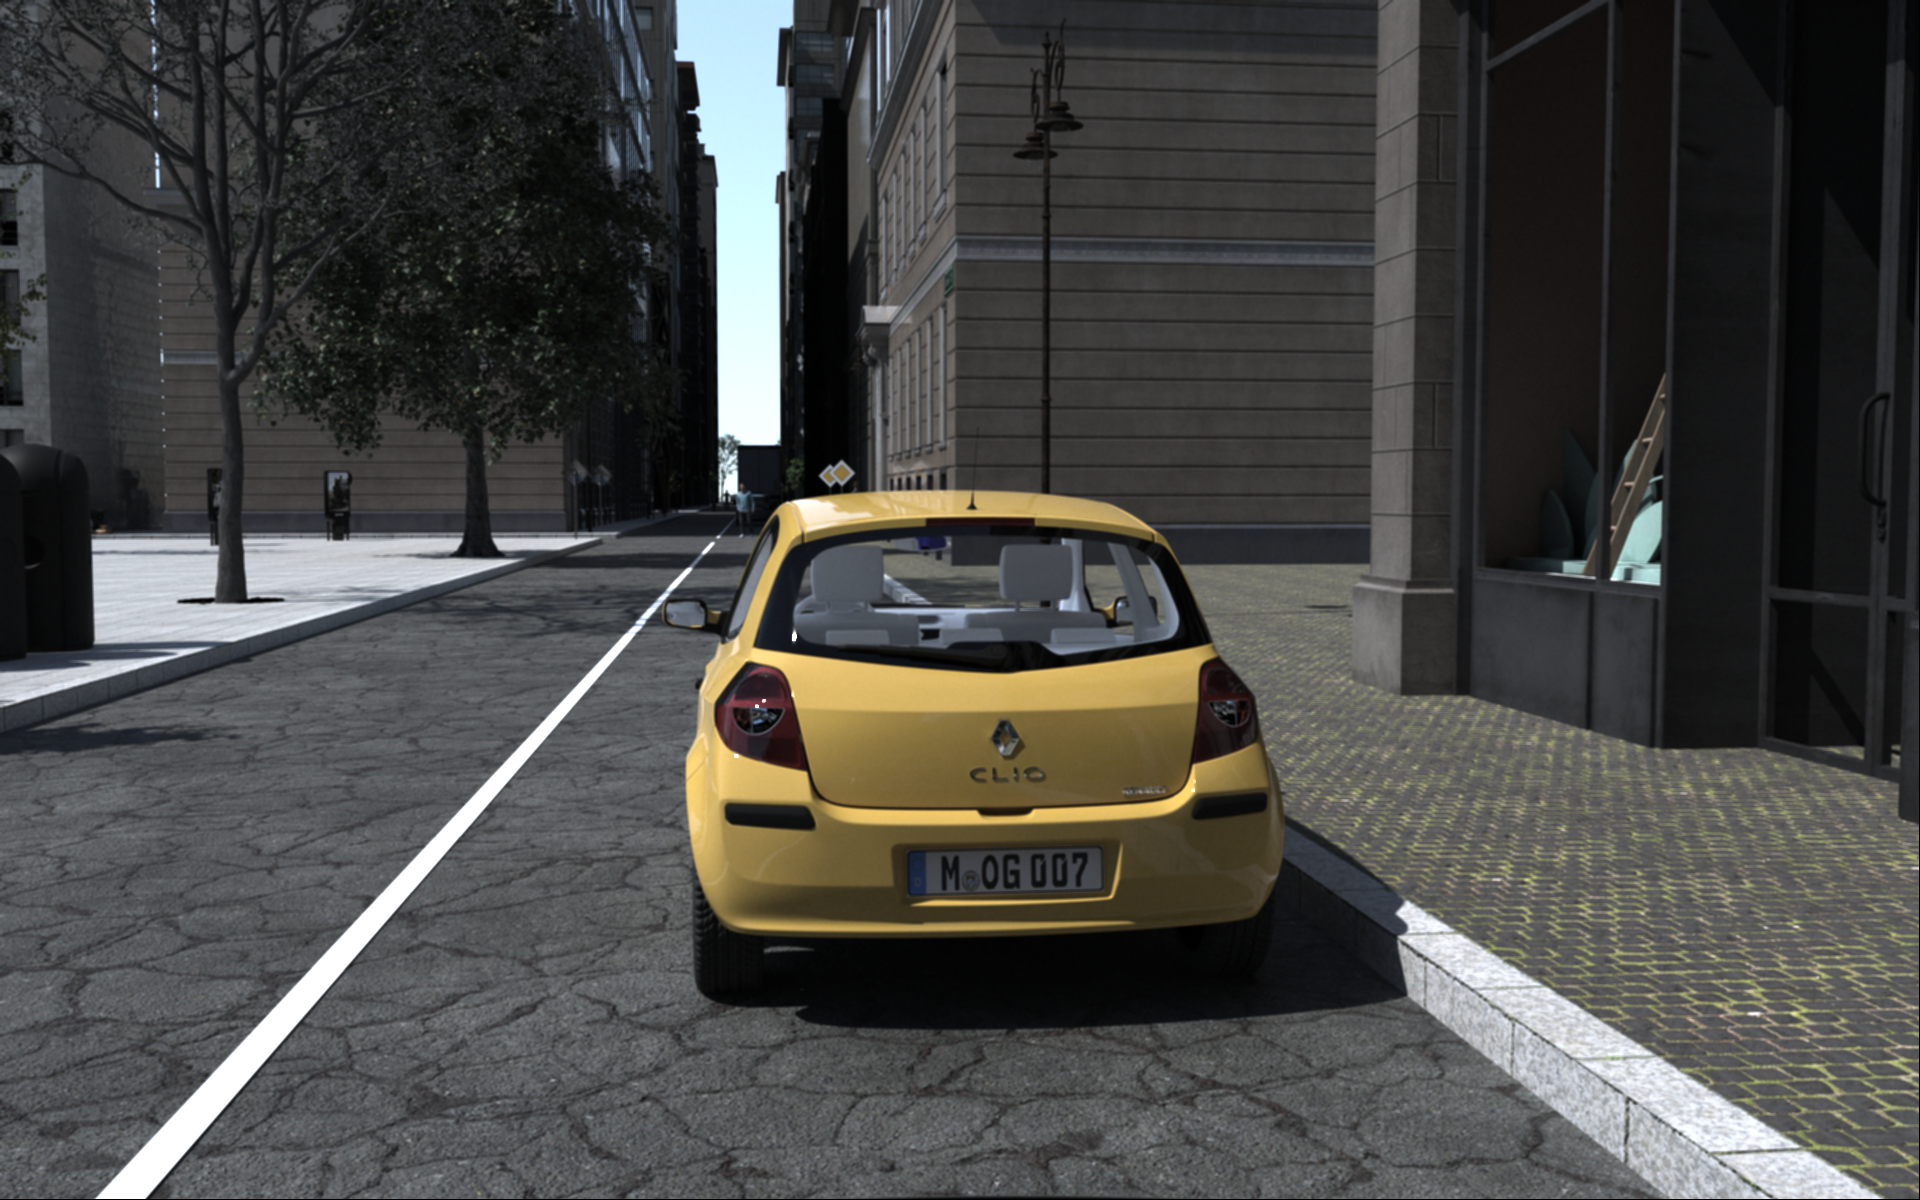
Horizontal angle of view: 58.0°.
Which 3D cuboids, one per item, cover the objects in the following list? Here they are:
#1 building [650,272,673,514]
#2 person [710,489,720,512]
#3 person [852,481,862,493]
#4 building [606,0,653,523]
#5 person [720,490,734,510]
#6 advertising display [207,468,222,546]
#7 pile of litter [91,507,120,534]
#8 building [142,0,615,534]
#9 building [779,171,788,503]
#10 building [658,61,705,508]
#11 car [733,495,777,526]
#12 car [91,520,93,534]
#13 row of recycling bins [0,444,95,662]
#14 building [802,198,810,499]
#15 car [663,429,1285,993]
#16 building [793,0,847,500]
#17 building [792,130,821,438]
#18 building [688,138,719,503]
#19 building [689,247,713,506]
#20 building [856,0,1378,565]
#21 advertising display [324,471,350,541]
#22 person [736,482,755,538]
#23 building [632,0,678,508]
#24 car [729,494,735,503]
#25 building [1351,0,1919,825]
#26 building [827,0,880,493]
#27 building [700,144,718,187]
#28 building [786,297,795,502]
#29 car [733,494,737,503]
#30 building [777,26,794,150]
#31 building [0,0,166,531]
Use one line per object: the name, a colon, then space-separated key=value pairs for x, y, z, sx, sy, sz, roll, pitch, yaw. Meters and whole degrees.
building: x=-27.406 y=-15.023 z=113.085 sx=16.820 sy=18.784 sz=16.811 roll=0 pitch=4 yaw=-7
person: x=-20.077 y=-8.137 z=141.550 sx=0.705 sy=1.824 sz=1.348 roll=-3 pitch=5 yaw=-45
person: x=-3.127 y=-2.708 z=52.794 sx=0.581 sy=1.822 sz=0.654 roll=-2 pitch=4 yaw=-35
building: x=-22.428 y=-19.108 z=89.908 sx=11.434 sy=29.767 sz=29.804 roll=0 pitch=4 yaw=-7
person: x=-21.435 y=-9.221 z=159.249 sx=1.348 sy=1.826 sz=0.705 roll=0 pitch=4 yaw=-2
advertising display: x=-18.567 y=-2.333 z=43.359 sx=0.123 sy=1.923 sz=0.974 roll=0 pitch=4 yaw=-1
pile of litter: x=-27.531 y=-2.519 z=55.143 sx=1.719 sy=0.858 sz=1.176 roll=0 pitch=4 yaw=6
building: x=-20.282 y=-17.077 z=65.106 sx=13.634 sy=28.700 sz=20.117 roll=0 pitch=4 yaw=-7
building: x=-17.425 y=-35.761 z=234.807 sx=14.600 sy=45.320 sz=14.200 roll=0 pitch=4 yaw=-7
building: x=-36.933 y=-31.640 z=171.944 sx=22.147 sy=44.769 sz=28.867 roll=0 pitch=4 yaw=-7
car: x=-9.438 y=-4.149 z=79.838 sx=2.014 sy=1.417 sz=4.499 roll=0 pitch=4 yaw=-8
car: x=-28.482 y=-2.396 z=51.540 sx=4.827 sy=1.381 sz=2.083 roll=0 pitch=4 yaw=-6
row of recycling bins: x=-7.876 y=-0.357 z=12.952 sx=1.069 sy=1.692 sz=3.534 roll=1 pitch=4 yaw=13
building: x=-2.747 y=-16.584 z=100.820 sx=12.332 sy=23.373 sz=15.834 roll=0 pitch=4 yaw=-7
car: x=-0.117 y=0.229 z=6.477 sx=2.015 sy=1.641 sz=3.980 roll=0 pitch=4 yaw=-7
building: x=-6.887 y=-28.238 z=145.289 sx=14.154 sy=41.232 sz=14.086 roll=0 pitch=4 yaw=-7
building: x=-4.374 y=-20.399 z=120.917 sx=14.401 sy=28.519 sz=23.554 roll=0 pitch=4 yaw=-7
building: x=-44.327 y=-37.588 z=238.264 sx=21.300 sy=48.544 sz=21.600 roll=0 pitch=4 yaw=-7
building: x=-35.437 y=-25.838 z=194.148 sx=14.160 sy=30.474 sz=14.107 roll=0 pitch=4 yaw=-7
building: x=4.891 y=-15.565 z=40.391 sx=13.634 sy=28.700 sz=20.117 roll=0 pitch=4 yaw=-7
advertising display: x=-17.254 y=-2.617 z=47.997 sx=0.123 sy=1.923 sz=0.974 roll=1 pitch=4 yaw=17
person: x=-7.073 y=-2.982 z=57.278 sx=0.660 sy=1.820 sz=0.620 roll=1 pitch=4 yaw=10
building: x=-37.282 y=-33.890 z=143.339 sx=28.713 sy=52.752 sz=27.495 roll=0 pitch=4 yaw=-7
car: x=-34.522 y=-15.607 z=266.966 sx=2.131 sy=1.459 sz=4.920 roll=0 pitch=4 yaw=-8
building: x=7.252 y=-9.758 z=10.459 sx=10.553 sy=20.767 sz=40.483 roll=0 pitch=4 yaw=-7
building: x=10.257 y=-14.298 z=67.056 sx=30.059 sy=22.955 sz=16.112 roll=0 pitch=4 yaw=-7
building: x=-51.094 y=-41.148 z=262.014 sx=28.713 sy=52.752 sz=27.495 roll=0 pitch=4 yaw=-7
building: x=-2.687 y=-19.756 z=168.047 sx=27.650 sy=21.520 sz=28.899 roll=0 pitch=4 yaw=-7
car: x=-32.122 y=-14.685 z=251.897 sx=2.131 sy=1.459 sz=4.920 roll=-1 pitch=4 yaw=-8
building: x=-5.943 y=-37.067 z=195.288 sx=28.713 sy=52.752 sz=27.495 roll=0 pitch=4 yaw=-7
building: x=-37.463 y=-12.438 z=58.109 sx=16.860 sy=20.320 sz=10.420 roll=0 pitch=4 yaw=-7
